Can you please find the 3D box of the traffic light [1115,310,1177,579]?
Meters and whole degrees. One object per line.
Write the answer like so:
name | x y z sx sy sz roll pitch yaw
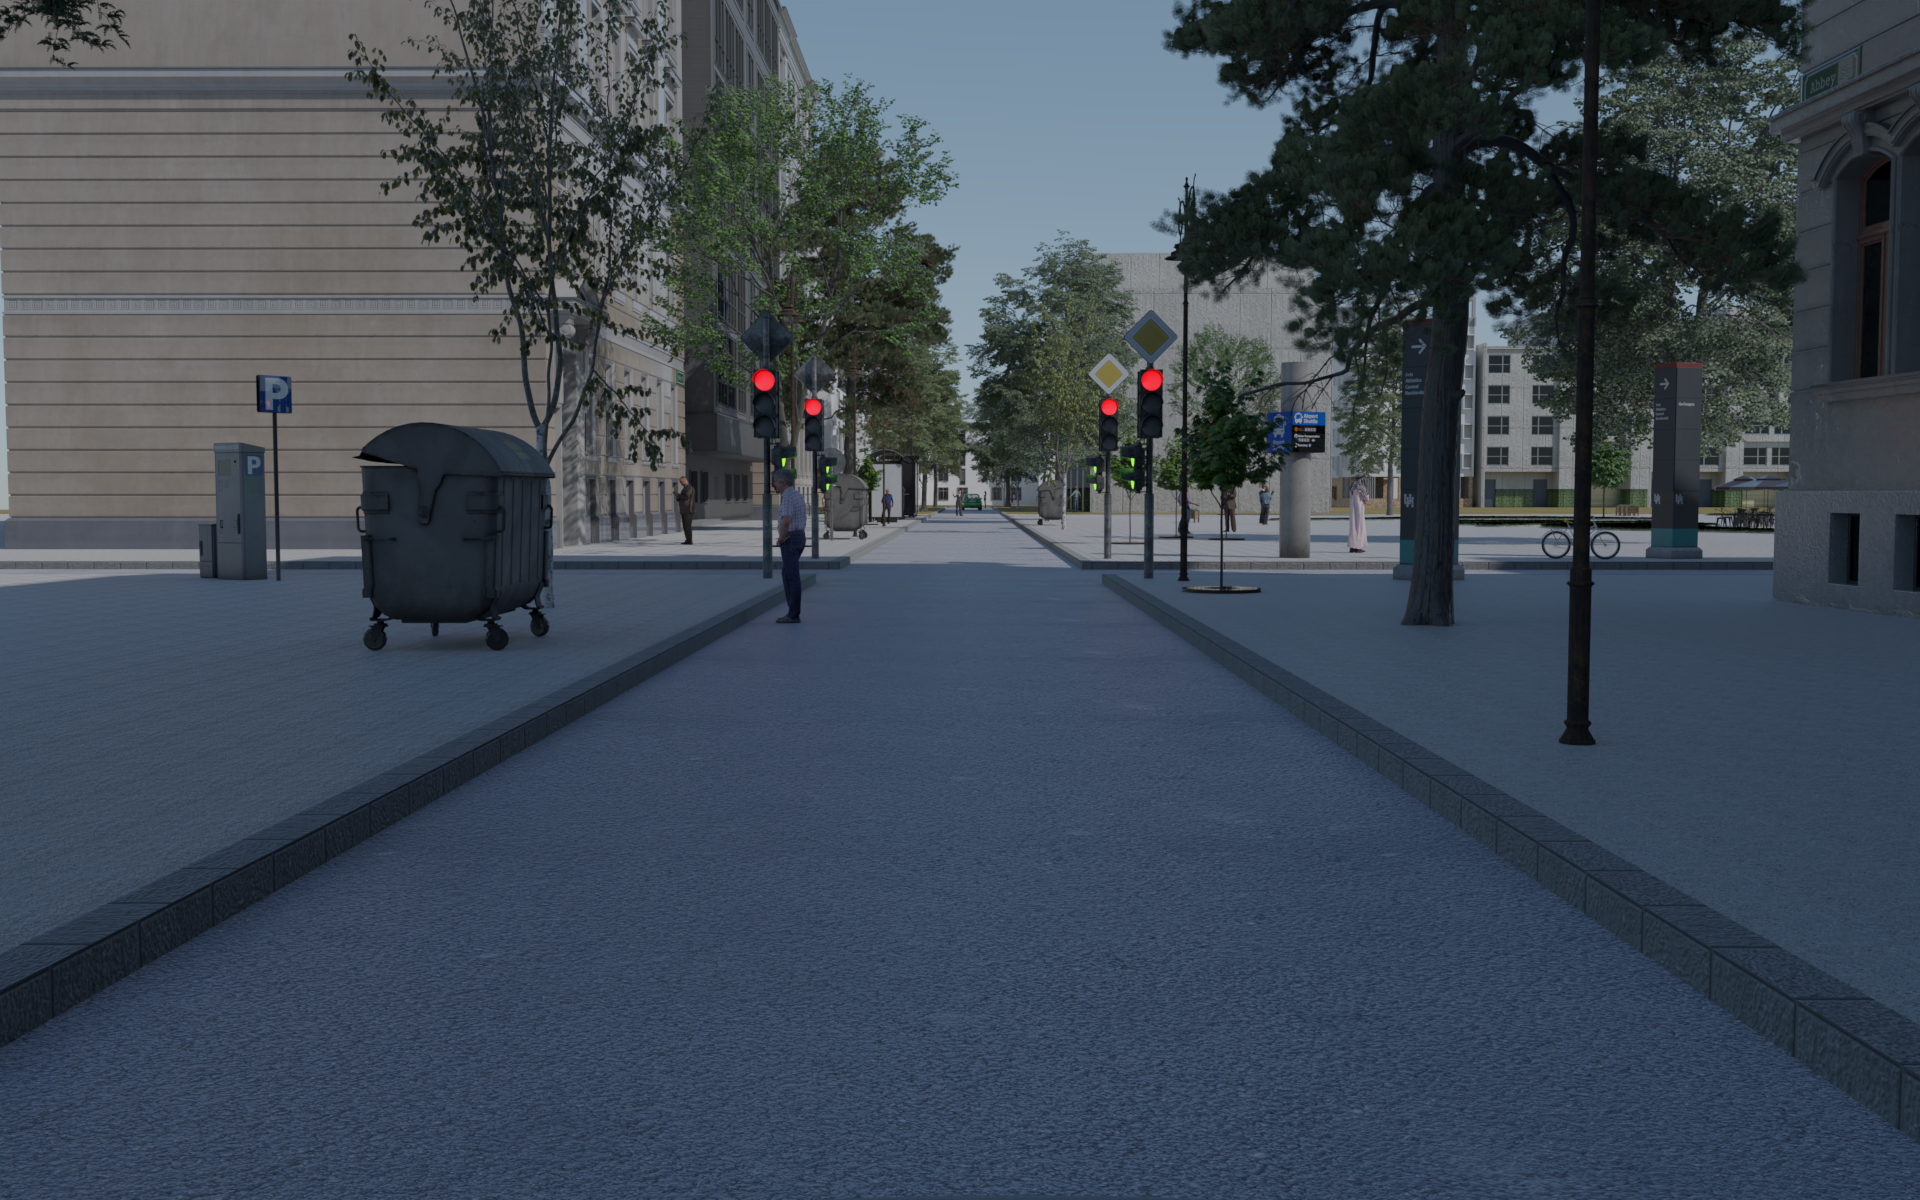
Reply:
traffic light | 2.852 -2.263 26.244 0.839 4.213 0.868 0 4 0

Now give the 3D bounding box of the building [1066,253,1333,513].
building | 17.561 -16.466 135.674 16.747 18.905 31.486 0 4 0

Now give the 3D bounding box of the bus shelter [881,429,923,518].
bus shelter | -3.271 -7.212 95.549 2.179 5.291 8.768 0 4 0

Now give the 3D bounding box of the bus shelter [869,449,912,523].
bus shelter | -3.324 -5.283 80.294 2.014 3.302 5.546 0 4 1

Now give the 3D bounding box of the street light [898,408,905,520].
street light | -2.941 -6.873 85.159 0.468 5.910 1.993 0 4 0

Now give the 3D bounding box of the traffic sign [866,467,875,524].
traffic sign | -3.986 -4.520 74.003 0.768 2.556 0.104 0 4 6

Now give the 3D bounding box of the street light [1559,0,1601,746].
street light | 3.178 -2.199 8.739 0.468 5.910 1.993 0 4 0

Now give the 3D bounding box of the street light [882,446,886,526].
street light | -3.013 -5.853 68.482 0.468 5.910 1.993 0 4 0

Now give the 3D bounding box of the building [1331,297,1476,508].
building | 43.507 -19.324 172.368 11.380 20.091 16.016 0 4 0

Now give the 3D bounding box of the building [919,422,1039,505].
building | -4.649 -15.981 203.428 28.070 9.664 9.099 0 4 0

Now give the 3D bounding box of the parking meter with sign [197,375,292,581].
parking meter with sign | -10.798 -1.819 26.009 1.738 3.016 0.543 2 4 32

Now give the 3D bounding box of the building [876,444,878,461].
building | -13.196 -19.384 173.342 11.380 20.091 16.016 0 4 0

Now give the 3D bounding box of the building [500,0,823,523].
building | -14.848 -18.782 92.992 13.634 28.700 20.117 0 4 0

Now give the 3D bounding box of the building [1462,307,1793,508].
building | 65.243 -18.687 171.989 31.486 18.905 16.747 0 4 0

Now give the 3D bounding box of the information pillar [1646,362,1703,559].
information pillar | 14.260 -2.758 34.478 0.750 3.857 0.750 -1 4 -18

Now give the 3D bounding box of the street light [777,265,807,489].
street light | -3.395 -3.813 35.128 0.468 5.910 1.993 0 4 0

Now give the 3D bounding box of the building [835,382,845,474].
building | -13.149 -11.819 135.384 9.099 9.664 28.070 0 4 0

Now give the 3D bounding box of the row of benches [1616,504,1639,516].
row of benches | 39.612 -5.343 102.819 1.422 0.672 4.104 1 4 11

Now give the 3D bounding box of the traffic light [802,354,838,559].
traffic light | -2.853 -2.753 34.252 0.839 4.213 0.868 0 4 0

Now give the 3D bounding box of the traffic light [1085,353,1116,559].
traffic light | 2.908 -2.751 34.229 0.839 4.213 0.868 0 4 0

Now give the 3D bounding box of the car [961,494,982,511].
car | 1.002 -8.761 152.034 1.959 1.807 4.718 0 4 -2

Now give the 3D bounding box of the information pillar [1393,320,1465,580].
information pillar | 7.035 -2.233 25.884 0.750 3.857 0.750 -3 5 -40

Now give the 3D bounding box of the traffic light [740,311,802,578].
traffic light | -2.909 -2.264 26.267 0.839 4.213 0.868 0 4 0

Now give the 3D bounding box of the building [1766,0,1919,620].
building | 15.968 -13.551 8.946 14.401 28.519 23.554 0 4 0

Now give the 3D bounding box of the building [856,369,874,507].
building | -16.230 -18.260 154.976 16.016 20.091 11.380 0 4 0

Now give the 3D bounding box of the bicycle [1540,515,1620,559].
bicycle | 12.210 -1.281 34.173 1.543 0.972 0.635 2 4 24

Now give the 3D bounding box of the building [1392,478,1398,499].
building | 63.701 -15.955 203.003 28.070 9.664 9.099 0 4 0

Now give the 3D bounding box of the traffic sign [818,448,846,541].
traffic sign | -3.537 -2.912 47.709 0.768 2.556 0.104 0 4 4

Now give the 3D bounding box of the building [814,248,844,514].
building | -16.088 -15.840 115.396 16.016 20.091 11.380 0 4 0

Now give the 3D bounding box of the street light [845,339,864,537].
street light | -3.146 -4.833 51.805 0.468 5.910 1.993 0 4 0

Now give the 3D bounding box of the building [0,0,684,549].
building | -15.604 -16.088 48.947 13.634 28.700 20.117 0 4 0

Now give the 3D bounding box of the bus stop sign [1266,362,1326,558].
bus stop sign | 6.741 -2.800 34.792 0.837 3.901 0.837 -2 4 -27

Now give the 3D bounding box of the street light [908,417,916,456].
street light | -2.828 -7.914 102.180 0.468 5.910 1.993 0 4 0

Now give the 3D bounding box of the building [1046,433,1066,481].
building | 24.041 -15.950 202.926 28.070 9.664 9.099 0 4 0

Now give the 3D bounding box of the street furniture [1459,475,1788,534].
street furniture | 25.793 -3.665 64.953 14.083 1.986 27.439 0 4 6

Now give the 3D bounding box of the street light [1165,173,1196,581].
street light | 3.304 -3.219 25.416 0.468 5.910 1.993 0 4 0

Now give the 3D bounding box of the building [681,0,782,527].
building | -15.561 -16.972 71.000 14.314 27.812 24.014 0 4 0
